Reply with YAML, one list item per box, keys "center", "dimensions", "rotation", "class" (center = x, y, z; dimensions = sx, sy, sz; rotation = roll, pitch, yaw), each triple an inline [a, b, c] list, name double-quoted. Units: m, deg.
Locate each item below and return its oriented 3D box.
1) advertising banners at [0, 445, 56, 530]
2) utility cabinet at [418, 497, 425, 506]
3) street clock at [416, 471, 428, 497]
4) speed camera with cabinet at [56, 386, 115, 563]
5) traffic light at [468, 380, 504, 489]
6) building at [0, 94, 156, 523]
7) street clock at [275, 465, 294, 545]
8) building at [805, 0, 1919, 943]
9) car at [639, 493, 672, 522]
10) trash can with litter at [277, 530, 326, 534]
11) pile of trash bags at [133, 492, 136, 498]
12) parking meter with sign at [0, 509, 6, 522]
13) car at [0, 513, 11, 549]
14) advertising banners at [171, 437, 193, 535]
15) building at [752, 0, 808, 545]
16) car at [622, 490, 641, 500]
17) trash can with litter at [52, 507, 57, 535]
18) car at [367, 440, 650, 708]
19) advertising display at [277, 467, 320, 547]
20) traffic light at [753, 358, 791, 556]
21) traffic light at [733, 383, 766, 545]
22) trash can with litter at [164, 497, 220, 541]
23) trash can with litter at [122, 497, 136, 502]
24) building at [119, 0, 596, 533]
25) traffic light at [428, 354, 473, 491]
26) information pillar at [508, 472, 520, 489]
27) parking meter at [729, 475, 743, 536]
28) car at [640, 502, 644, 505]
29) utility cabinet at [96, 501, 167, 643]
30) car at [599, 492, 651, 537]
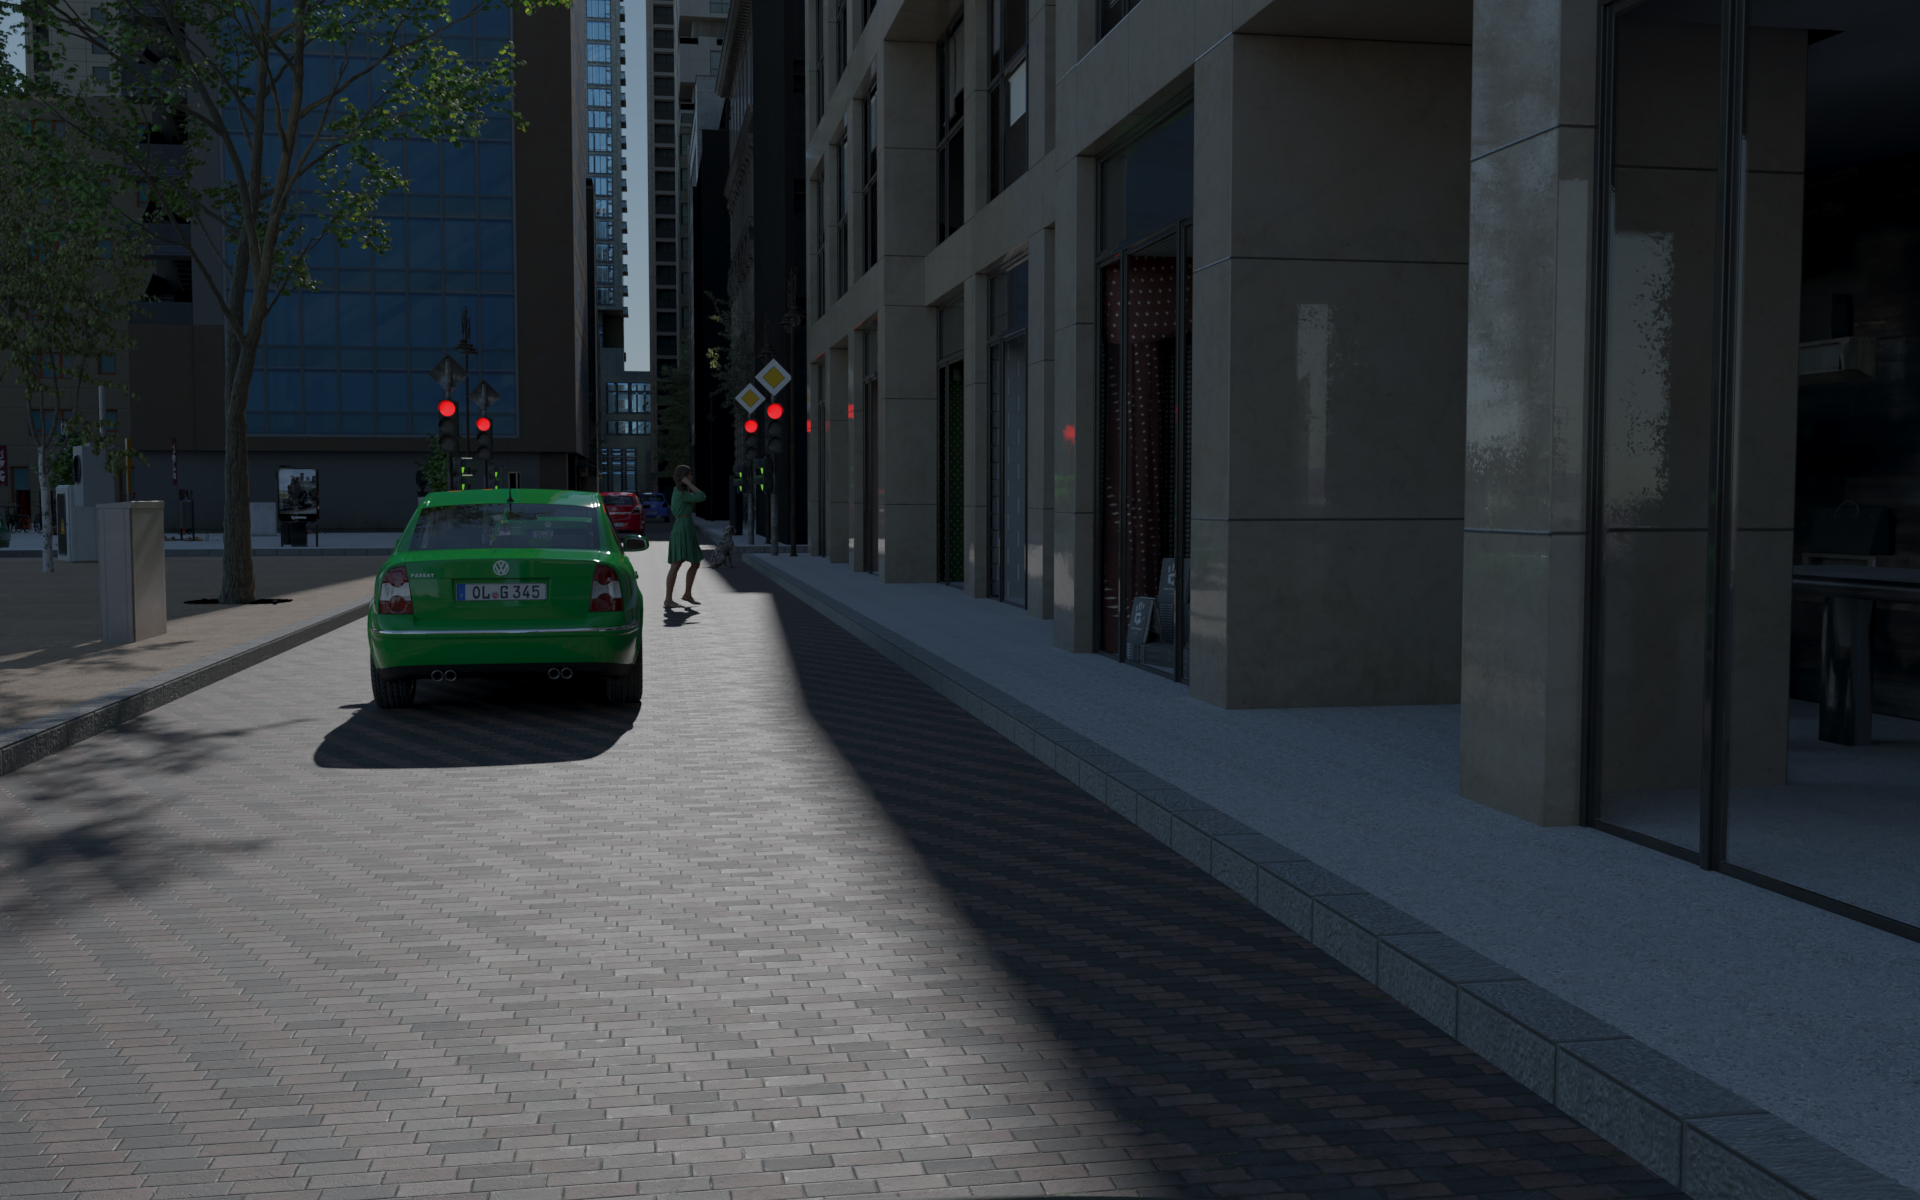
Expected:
- center: [-33.826, -4.061, 62.579]
  dimensions: [2.074, 3.025, 0.090]
  rotation: [-3, 5, -43]
  class: "advertising banners"
- center: [-13.521, -2.032, 44.385]
  dimensions: [0.306, 1.237, 1.020]
  rotation: [1, 4, 9]
  class: "utility cabinet"
- center: [-16.566, -2.985, 53.383]
  dimensions: [0.358, 2.002, 0.471]
  rotation: [-3, 5, -39]
  class: "street clock"
- center: [-16.264, -2.314, 32.165]
  dimensions: [0.660, 3.252, 2.038]
  rotation: [-3, 5, -39]
  class: "speed camera with cabinet"
- center: [-11.667, -3.285, 42.639]
  dimensions: [0.839, 4.253, 0.868]
  rotation: [-1, 4, -10]
  class: "traffic light"
- center: [-34.959, -15.033, 90.834]
  dimensions: [27.650, 21.520, 28.899]
  rotation: [-1, 4, -10]
  class: "building"
- center: [-17.003, -2.396, 43.739]
  dimensions: [0.471, 2.002, 0.358]
  rotation: [1, 4, 19]
  class: "street clock"
- center: [9.301, -13.219, 20.643]
  dimensions: [19.350, 26.468, 34.151]
  rotation: [-1, 4, -10]
  class: "building"
- center: [-15.815, -4.864, 89.119]
  dimensions: [1.945, 1.707, 3.694]
  rotation: [-1, 4, -9]
  class: "car"
- center: [-21.224, -2.720, 55.521]
  dimensions: [1.678, 1.210, 2.233]
  rotation: [-1, 4, -9]
  class: "trash can with litter"
- center: [-36.493, -3.900, 73.521]
  dimensions: [3.447, 1.369, 1.912]
  rotation: [-3, 4, -37]
  class: "pile of trash bags"
- center: [-29.193, -3.393, 51.737]
  dimensions: [1.738, 3.016, 0.543]
  rotation: [2, 4, 30]
  class: "parking meter with sign"
- center: [-22.989, -1.533, 36.866]
  dimensions: [4.920, 1.459, 2.131]
  rotation: [-1, 4, -10]
  class: "car"
- center: [-24.481, -3.566, 54.495]
  dimensions: [0.090, 3.025, 2.074]
  rotation: [-1, 4, -8]
  class: "advertising banners"
- center: [2.331, -13.491, 50.250]
  dimensions: [15.834, 23.373, 12.332]
  rotation: [-1, 4, -10]
  class: "building"
- center: [-31.981, -9.740, 167.917]
  dimensions: [2.281, 1.827, 5.304]
  rotation: [-1, 4, -8]
  class: "car"
- center: [-27.936, -2.590, 53.733]
  dimensions: [1.055, 1.170, 0.624]
  rotation: [0, 4, 4]
  class: "trash can with litter"
- center: [-3.325, -0.262, 13.086]
  dimensions: [1.959, 1.807, 4.718]
  rotation: [-1, 4, -11]
  class: "car"
- center: [-16.059, -2.253, 42.049]
  dimensions: [0.974, 1.923, 0.123]
  rotation: [0, 4, 0]
  class: "advertising display"
- center: [-3.876, -2.877, 35.958]
  dimensions: [0.839, 4.253, 0.868]
  rotation: [-1, 4, -10]
  class: "traffic light"
- center: [-5.313, -3.357, 43.813]
  dimensions: [0.839, 4.253, 0.868]
  rotation: [-1, 4, -10]
  class: "traffic light"
- center: [-21.407, -2.235, 47.597]
  dimensions: [2.233, 1.210, 1.678]
  rotation: [2, 4, 29]
  class: "trash can with litter"
- center: [-32.756, -3.478, 68.260]
  dimensions: [0.624, 1.170, 1.055]
  rotation: [0, 4, -4]
  class: "trash can with litter"
- center: [-20.944, -25.234, 62.680]
  dimensions: [14.600, 45.320, 14.200]
  rotation: [-1, 4, -10]
  class: "building"
- center: [-10.230, -2.805, 34.783]
  dimensions: [0.839, 4.253, 0.868]
  rotation: [-1, 4, -10]
  class: "traffic light"
- center: [-14.755, -3.236, 57.394]
  dimensions: [0.304, 2.012, 0.304]
  rotation: [0, 4, 6]
  class: "information pillar"
- center: [-6.925, -2.930, 53.611]
  dimensions: [0.255, 1.863, 0.399]
  rotation: [3, 4, 37]
  class: "parking meter"
- center: [-15.660, -4.162, 79.845]
  dimensions: [2.131, 1.459, 4.920]
  rotation: [-1, 4, -11]
  class: "car"
- center: [-7.357, -0.259, 15.393]
  dimensions: [0.306, 1.237, 1.020]
  rotation: [-1, 4, -10]
  class: "utility cabinet"
- center: [-10.795, -2.772, 54.367]
  dimensions: [2.155, 1.783, 4.494]
  rotation: [-1, 4, -10]
  class: "car"
